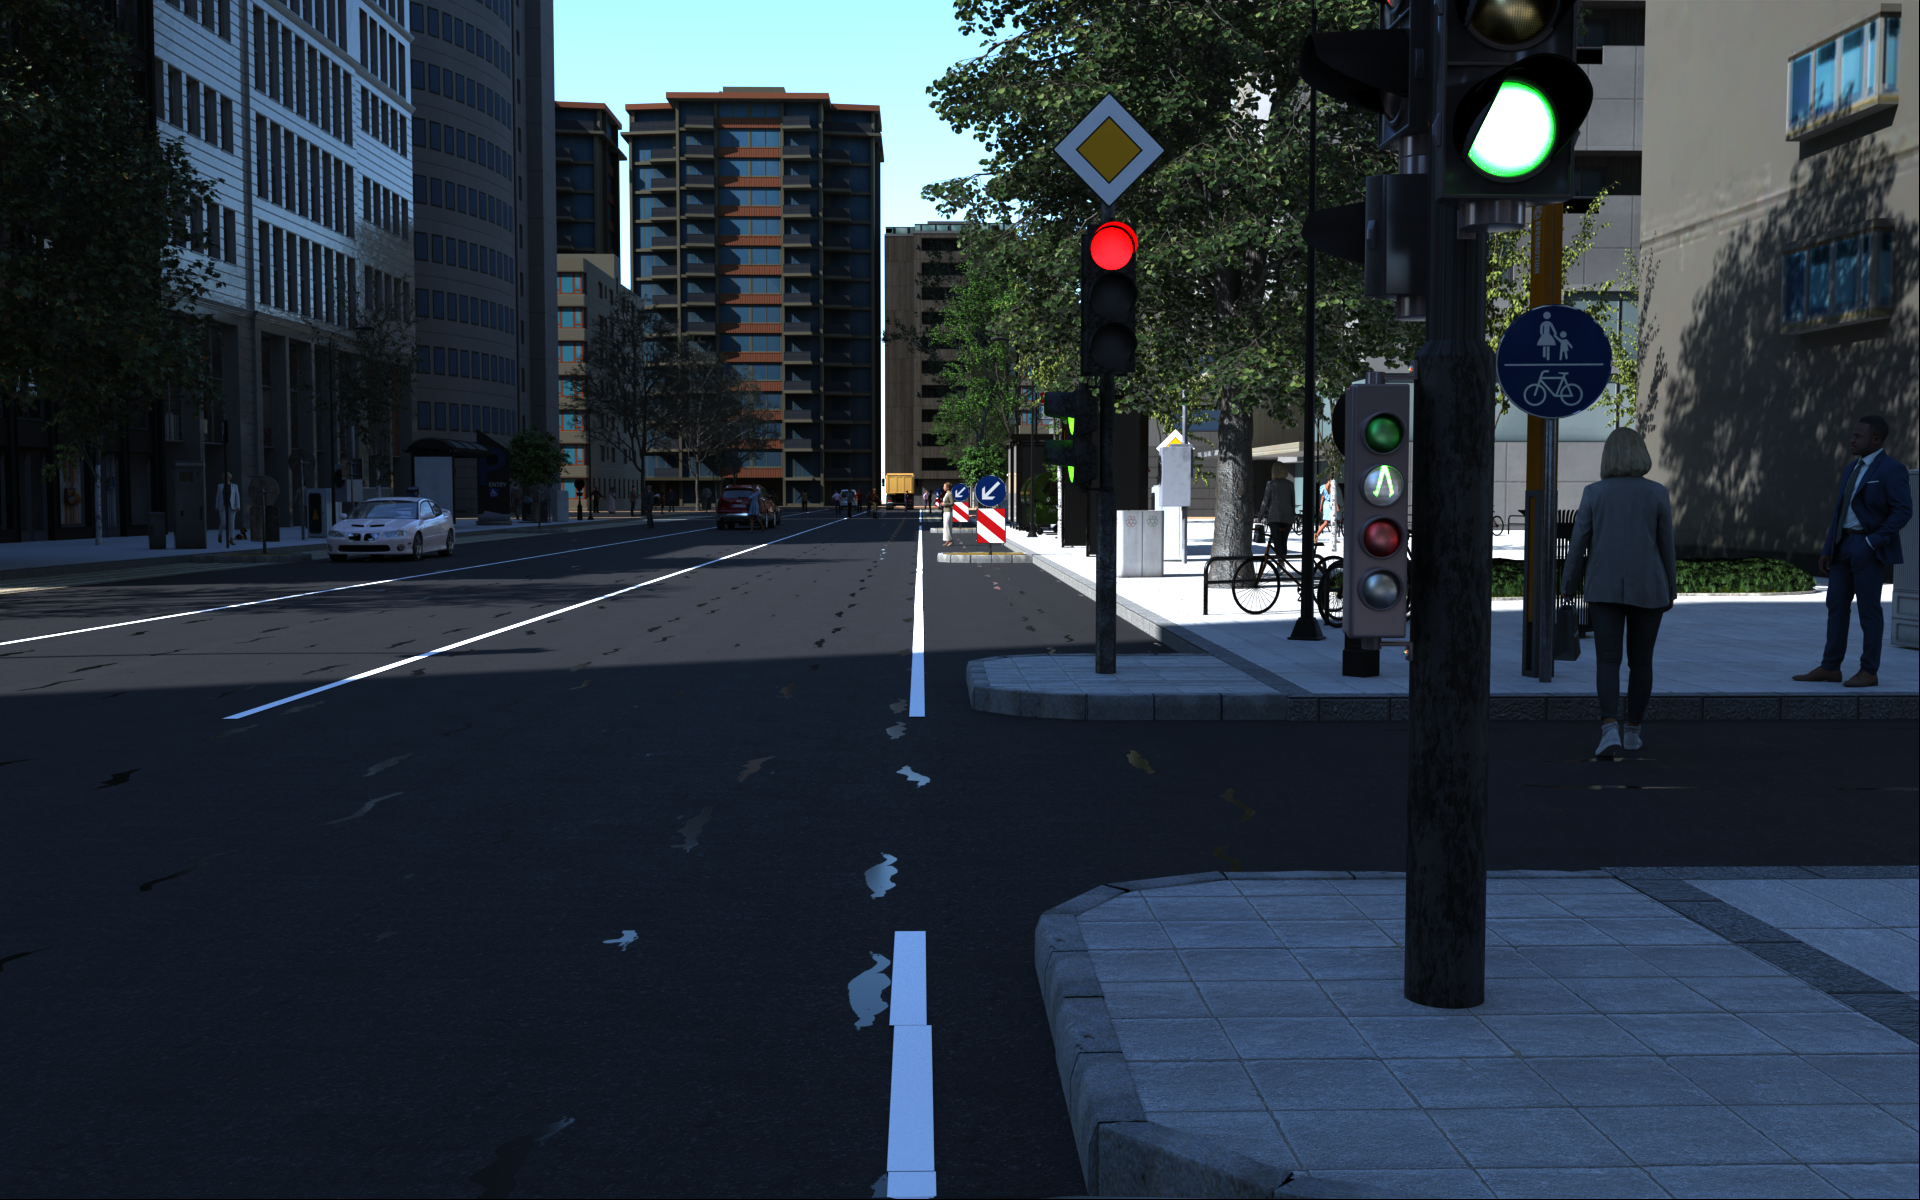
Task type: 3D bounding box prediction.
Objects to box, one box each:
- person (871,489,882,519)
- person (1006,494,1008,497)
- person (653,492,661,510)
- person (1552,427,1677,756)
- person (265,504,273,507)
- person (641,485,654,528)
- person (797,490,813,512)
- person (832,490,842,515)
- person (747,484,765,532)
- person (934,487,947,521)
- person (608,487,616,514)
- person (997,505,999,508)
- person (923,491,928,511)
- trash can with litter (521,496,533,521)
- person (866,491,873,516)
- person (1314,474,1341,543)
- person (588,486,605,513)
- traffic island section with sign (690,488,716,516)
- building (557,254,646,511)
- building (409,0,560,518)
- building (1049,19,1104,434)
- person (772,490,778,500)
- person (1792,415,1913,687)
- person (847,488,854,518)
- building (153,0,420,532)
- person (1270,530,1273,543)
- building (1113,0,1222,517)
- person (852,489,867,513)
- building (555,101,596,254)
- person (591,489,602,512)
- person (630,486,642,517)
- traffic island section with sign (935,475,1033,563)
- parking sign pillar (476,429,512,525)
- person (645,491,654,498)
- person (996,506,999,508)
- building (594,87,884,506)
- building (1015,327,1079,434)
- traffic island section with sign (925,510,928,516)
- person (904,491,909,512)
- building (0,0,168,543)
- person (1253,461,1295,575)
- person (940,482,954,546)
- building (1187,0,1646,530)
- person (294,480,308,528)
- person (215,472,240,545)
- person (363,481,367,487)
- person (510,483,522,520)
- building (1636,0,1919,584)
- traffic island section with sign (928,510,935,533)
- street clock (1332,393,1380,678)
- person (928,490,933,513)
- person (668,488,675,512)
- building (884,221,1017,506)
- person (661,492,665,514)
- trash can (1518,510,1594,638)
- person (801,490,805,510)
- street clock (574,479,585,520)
[{"bbox_3d":[-4.876,-5.614,100.812,0.721,1.766,1.217,-2,4,-34],"label":"person"},{"bbox_3d":[4.910,-9.643,163.694,1.348,1.826,0.705,1,4,20],"label":"person"},{"bbox_3d":[-24.629,-8.052,140.880,0.628,1.438,0.799,-1,4,-12],"label":"person"},{"bbox_3d":[3.589,-0.055,9.580,0.709,1.800,0.728,1,4,21],"label":"person"},{"bbox_3d":[-24.304,-3.334,60.743,0.592,1.802,0.473,0,3,0],"label":"person"},{"bbox_3d":[-13.125,-3.918,72.739,0.590,1.801,0.661,-2,4,-24],"label":"person"},{"bbox_3d":[-12.725,-8.169,142.160,1.348,1.812,0.705,0,4,3],"label":"person"},{"bbox_3d":[-8.589,-6.806,120.717,0.756,1.711,0.436,-1,4,-10],"label":"person"},{"bbox_3d":[-7.655,-3.424,64.582,0.616,1.811,0.778,3,4,38],"label":"person"},{"bbox_3d":[-0.825,-4.995,90.113,0.705,1.831,1.348,3,5,43],"label":"person"},{"bbox_3d":[-22.742,-6.516,113.249,0.621,1.740,0.551,-2,4,-31],"label":"person"},{"bbox_3d":[3.352,-8.467,147.709,0.421,1.427,0.697,-1,4,-17],"label":"person"},{"bbox_3d":[-2.876,-8.529,148.890,0.436,1.711,0.756,3,4,37],"label":"person"},{"bbox_3d":[-20.528,-4.350,82.506,0.624,1.170,1.055,-2,4,-31],"label":"trash can with litter"},{"bbox_3d":[-5.857,-6.254,112.219,0.415,1.643,0.593,0,4,2],"label":"person"},{"bbox_3d":[9.634,-2.388,45.183,0.778,1.811,0.616,-1,4,-23],"label":"person"},{"bbox_3d":[-24.688,-6.811,117.532,0.705,1.807,1.348,3,5,45],"label":"person"},{"bbox_3d":[-16.637,-6.433,113.809,1.989,1.847,2.006,0,4,-1],"label":"traffic island section with sign"},{"bbox_3d":[-42.216,-18.066,140.416,28.899,21.520,27.650,0,4,-1],"label":"building"},{"bbox_3d":[-37.004,-34.149,100.337,21.231,58.520,28.212,0,4,-1],"label":"building"},{"bbox_3d":[19.514,-50.492,138.216,22.319,86.520,31.000,0,4,-1],"label":"building"},{"bbox_3d":[-16.406,-8.767,151.798,1.348,1.831,0.705,3,5,39],"label":"person"},{"bbox_3d":[6.029,-0.329,11.603,0.419,1.800,0.721,-1,4,-18],"label":"person"},{"bbox_3d":[-6.664,-5.908,105.081,0.705,1.826,1.348,1,4,10],"label":"person"},{"bbox_3d":[-31.371,-17.802,68.556,11.434,29.767,29.804,0,4,-1],"label":"building"},{"bbox_3d":[8.297,-2.370,45.221,0.576,1.772,0.534,0,4,0],"label":"person"},{"bbox_3d":[20.003,-34.711,109.523,21.231,58.520,28.212,0,4,-1],"label":"building"},{"bbox_3d":[-7.811,-7.708,134.467,1.348,1.831,0.705,1,4,13],"label":"person"},{"bbox_3d":[-51.671,-32.633,188.168,28.867,44.769,22.147,0,4,-1],"label":"building"},{"bbox_3d":[-26.452,-7.311,125.678,0.705,1.812,1.348,2,4,34],"label":"person"},{"bbox_3d":[-18.316,-5.591,97.991,0.750,1.759,0.617,0,4,-8],"label":"person"},{"bbox_3d":[0.518,-1.736,37.010,1.989,1.847,2.006,0,4,-1],"label":"traffic island section with sign"},{"bbox_3d":[-19.240,-5.073,71.419,1.447,3.967,1.447,-1,4,-15],"label":"parking sign pillar"},{"bbox_3d":[-25.930,-8.380,143.770,1.217,1.735,0.721,-3,5,-44],"label":"person"},{"bbox_3d":[3.341,-9.093,154.728,0.705,1.822,1.348,3,4,37],"label":"person"},{"bbox_3d":[-22.820,-32.698,189.232,28.867,44.769,22.147,0,4,-1],"label":"building"},{"bbox_3d":[20.283,-21.311,193.481,28.899,21.520,27.650,0,4,-1],"label":"building"},{"bbox_3d":[-1.219,-6.454,114.146,1.989,1.847,2.006,0,4,-1],"label":"traffic island section with sign"},{"bbox_3d":[-4.224,-7.805,137.025,0.530,1.710,0.541,2,4,28],"label":"person"},{"bbox_3d":[-30.980,-13.228,45.950,12.332,23.373,15.834,0,4,-1],"label":"building"},{"bbox_3d":[4.984,-1.294,27.383,0.709,1.800,0.728,-1,4,-9],"label":"person"},{"bbox_3d":[-0.371,-2.381,47.974,0.362,1.759,0.519,-1,4,-16],"label":"person"},{"bbox_3d":[24.958,-29.618,73.495,28.713,52.752,27.495,0,4,-1],"label":"building"},{"bbox_3d":[-24.393,-3.553,64.403,0.678,1.792,0.850,-1,4,-22],"label":"person"},{"bbox_3d":[-18.561,-2.320,43.852,0.514,1.842,0.818,-3,5,-40],"label":"person"},{"bbox_3d":[-23.381,-3.785,68.028,0.767,1.812,0.694,-1,4,-21],"label":"person"},{"bbox_3d":[-22.189,-4.930,86.606,0.622,1.834,0.822,0,3,0],"label":"person"},{"bbox_3d":[23.704,-24.739,28.178,21.600,48.544,21.300,0,4,-1],"label":"building"},{"bbox_3d":[-0.111,-3.418,64.510,1.989,1.847,2.006,0,4,-1],"label":"traffic island section with sign"},{"bbox_3d":[2.830,-0.464,12.164,0.471,2.002,0.358,-3,5,-43],"label":"street clock"},{"bbox_3d":[-2.191,-6.919,122.448,0.721,1.723,1.217,0,4,-4],"label":"person"},{"bbox_3d":[-20.796,-7.214,124.918,0.541,1.710,0.530,-1,4,-10],"label":"person"},{"bbox_3d":[-1.140,-25.351,186.182,14.107,30.474,14.160,0,4,-1],"label":"building"},{"bbox_3d":[-19.008,-6.204,110.741,0.557,1.426,1.065,0,4,-5],"label":"person"},{"bbox_3d":[5.398,-0.240,15.571,0.748,1.137,0.748,0,3,0],"label":"trash can"},{"bbox_3d":[-14.536,-9.288,160.360,1.348,1.824,0.705,3,5,43],"label":"person"},{"bbox_3d":[-18.518,-4.878,84.330,0.358,2.002,0.471,3,5,43],"label":"street clock"}]
